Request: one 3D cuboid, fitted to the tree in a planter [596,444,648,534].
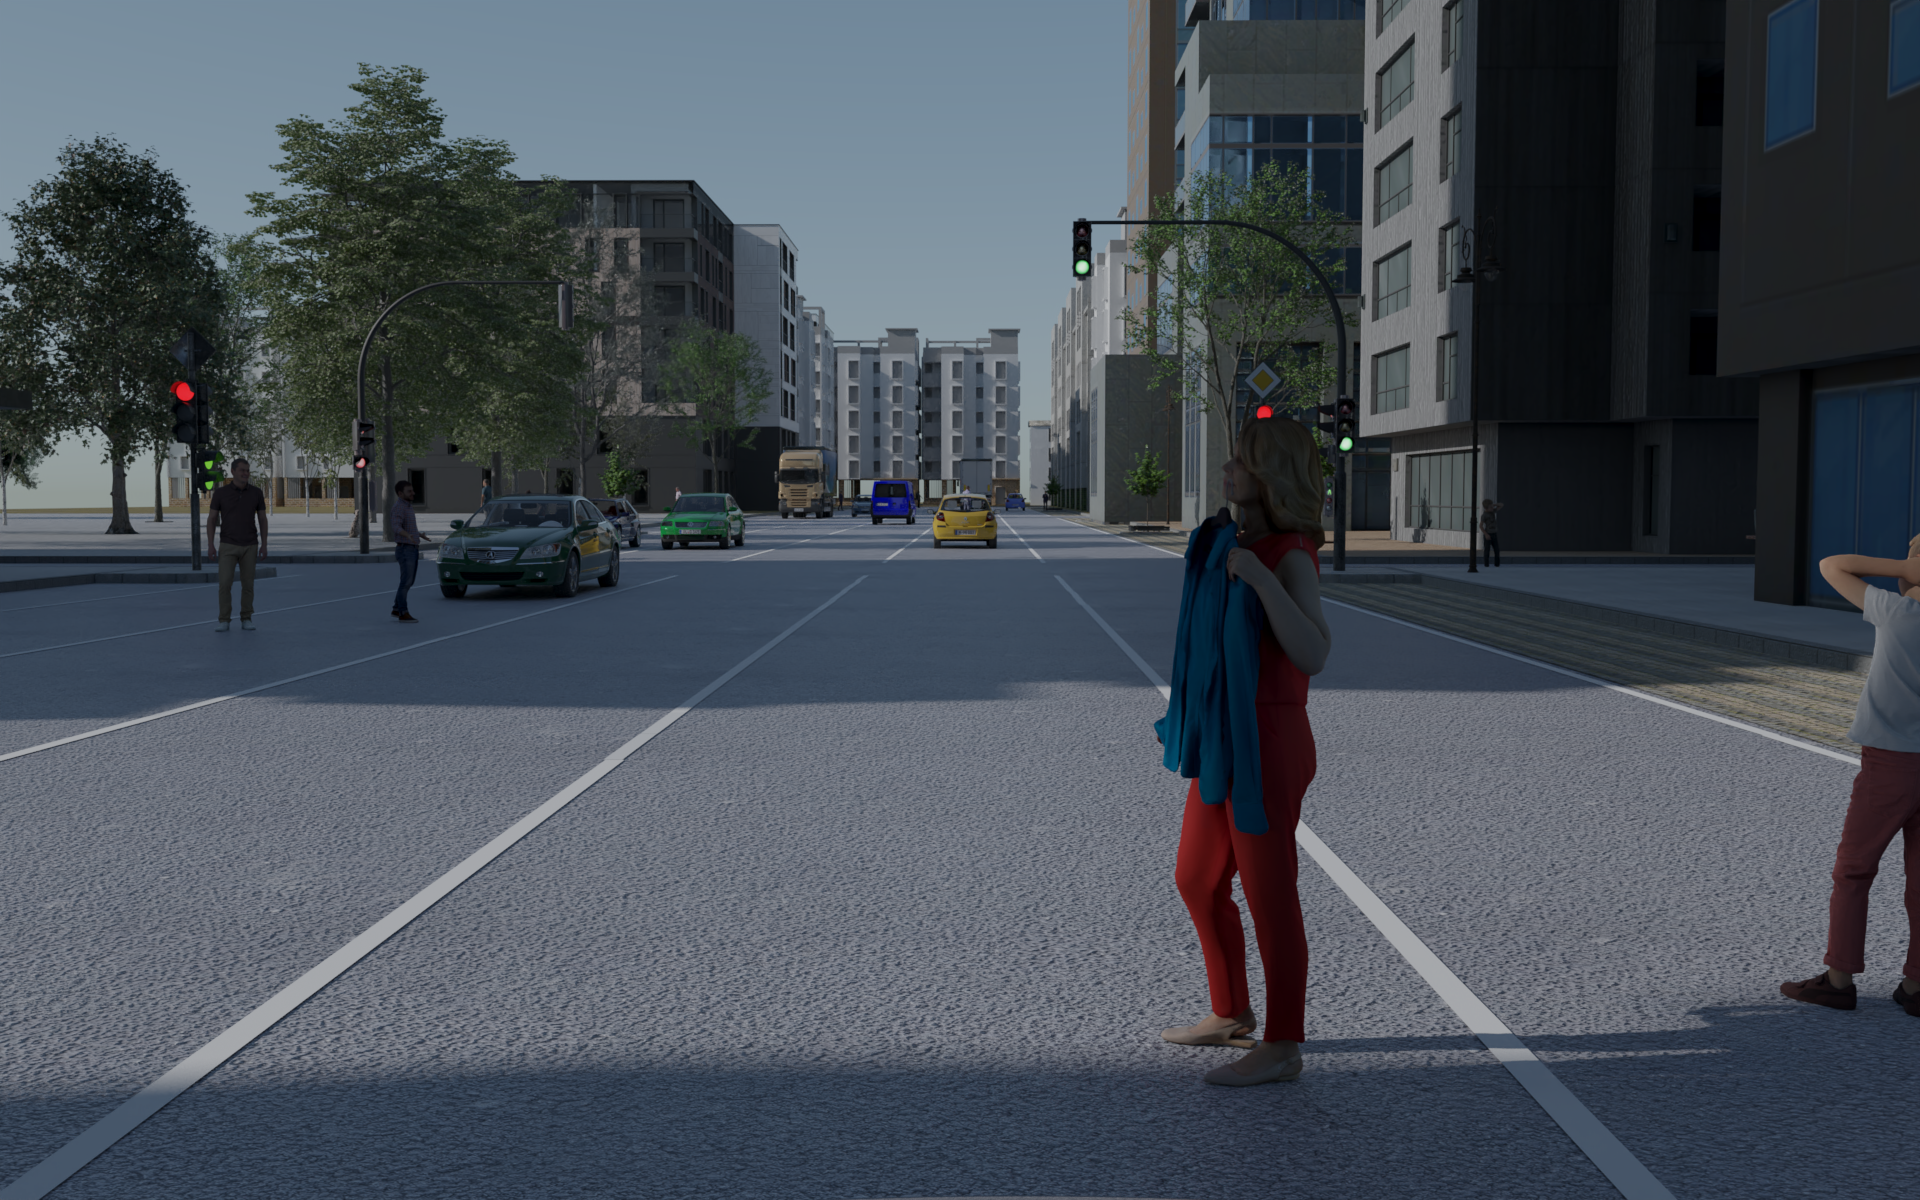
[{"bbox_3d":[-12.227,-3.946,61.735,1.991,3.239,1.994,0,4,1],"label":"tree in a planter"}]

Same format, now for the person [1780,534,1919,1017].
[{"bbox_3d":[2.587,0.464,4.821,0.435,1.345,0.340,-1,4,-11],"label":"person"}]

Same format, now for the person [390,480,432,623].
[{"bbox_3d":[-6.190,-0.548,19.415,0.435,1.587,0.963,-1,4,-11],"label":"person"}]

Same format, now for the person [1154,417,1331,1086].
[{"bbox_3d":[0.674,0.367,4.211,0.444,1.614,0.593,1,4,12],"label":"person"}]

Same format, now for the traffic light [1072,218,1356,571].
[{"bbox_3d":[4.225,-3.308,28.761,4.771,5.953,1.251,0,4,1],"label":"traffic light"}]

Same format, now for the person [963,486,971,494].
[{"bbox_3d":[0.445,-4.634,84.132,0.709,1.838,0.599,3,5,43],"label":"person"}]

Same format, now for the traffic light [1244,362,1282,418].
[{"bbox_3d":[6.401,-2.932,36.866,0.839,4.253,0.868,0,4,1],"label":"traffic light"}]

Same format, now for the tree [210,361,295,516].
[{"bbox_3d":[-37.763,-8.562,90.346,4.360,8.622,3.978,0,3,0],"label":"tree"}]

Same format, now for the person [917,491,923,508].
[{"bbox_3d":[-4.119,-10.251,176.816,0.721,1.735,1.217,-2,4,-29],"label":"person"}]

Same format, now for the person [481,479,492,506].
[{"bbox_3d":[-16.772,-3.385,61.518,0.598,1.807,0.434,-3,5,-44],"label":"person"}]

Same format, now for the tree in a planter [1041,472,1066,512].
[{"bbox_3d":[7.511,-8.689,139.287,1.991,3.239,1.994,0,4,1],"label":"tree in a planter"}]

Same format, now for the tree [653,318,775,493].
[{"bbox_3d":[-14.537,-10.809,102.486,9.928,11.665,9.643,0,3,0],"label":"tree"}]

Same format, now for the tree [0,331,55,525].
[{"bbox_3d":[-38.868,-7.361,70.723,4.360,8.622,3.978,0,3,0],"label":"tree"}]

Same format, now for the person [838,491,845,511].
[{"bbox_3d":[-10.215,-8.521,148.731,0.530,1.710,0.541,-1,4,-17],"label":"person"}]

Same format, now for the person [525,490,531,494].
[{"bbox_3d":[-15.260,-3.242,62.233,0.799,1.438,0.628,-3,5,-42],"label":"person"}]

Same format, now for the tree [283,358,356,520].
[{"bbox_3d":[-31.579,-8.339,86.712,4.737,8.622,4.395,0,3,0],"label":"tree"}]

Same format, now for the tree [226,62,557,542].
[{"bbox_3d":[-15.156,-7.809,45.798,7.486,12.596,7.792,0,3,0],"label":"tree"}]

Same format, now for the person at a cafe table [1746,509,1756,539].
[{"bbox_3d":[11.492,-0.771,23.474,1.698,1.238,1.726,-1,4,-11],"label":"person at a cafe table"}]

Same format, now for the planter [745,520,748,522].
[{"bbox_3d":[-11.928,-4.146,88.925,1.991,0.319,1.994,0,4,1],"label":"planter"}]

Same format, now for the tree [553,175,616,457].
[{"bbox_3d":[-15.056,-8.425,55.871,7.486,12.596,7.792,0,3,0],"label":"tree"}]

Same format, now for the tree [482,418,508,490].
[{"bbox_3d":[-27.909,-9.626,107.753,4.360,8.622,3.978,0,3,0],"label":"tree"}]

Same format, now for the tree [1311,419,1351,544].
[{"bbox_3d":[9.180,-3.099,45.274,1.663,3.219,1.824,0,3,0],"label":"tree"}]

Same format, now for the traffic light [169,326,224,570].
[{"bbox_3d":[-12.843,-2.455,29.064,0.839,4.253,0.868,0,4,1],"label":"traffic light"}]

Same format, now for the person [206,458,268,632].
[{"bbox_3d":[-7.603,-0.587,18.228,0.598,1.807,0.434,-1,4,-20],"label":"person"}]

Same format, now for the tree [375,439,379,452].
[{"bbox_3d":[-37.431,-9.621,107.668,4.360,8.622,3.978,0,3,0],"label":"tree"}]

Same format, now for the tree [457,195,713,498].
[{"bbox_3d":[-15.307,-9.797,70.554,12.009,13.543,11.850,0,3,0],"label":"tree"}]

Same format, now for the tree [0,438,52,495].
[{"bbox_3d":[-57.859,-7.858,91.386,20.602,7.101,11.467,-1,4,-9],"label":"tree"}]

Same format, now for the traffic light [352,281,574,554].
[{"bbox_3d":[-10.667,-3.816,37.062,4.771,5.953,1.251,0,4,1],"label":"traffic light"}]

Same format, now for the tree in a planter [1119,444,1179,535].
[{"bbox_3d":[6.680,-3.934,61.547,1.991,3.239,1.994,0,4,1],"label":"tree in a planter"}]

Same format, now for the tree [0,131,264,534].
[{"bbox_3d":[-26.967,-8.445,55.085,9.611,12.733,9.660,0,3,0],"label":"tree"}]

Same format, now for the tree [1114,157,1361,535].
[{"bbox_3d":[8.729,-7.889,54.743,9.928,11.665,9.643,0,3,0],"label":"tree"}]

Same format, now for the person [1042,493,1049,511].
[{"bbox_3d":[7.206,-8.364,146.164,0.541,1.710,0.530,0,4,-3],"label":"person"}]

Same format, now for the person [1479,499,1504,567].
[{"bbox_3d":[9.820,-1.192,31.899,0.435,1.345,0.340,-2,4,-35],"label":"person"}]

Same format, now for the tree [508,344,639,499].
[{"bbox_3d":[-18.029,-7.987,80.951,4.360,8.622,3.978,0,3,0],"label":"tree"}]

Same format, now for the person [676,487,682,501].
[{"bbox_3d":[-17.143,-6.007,105.187,0.436,1.711,0.756,-2,4,-25],"label":"person"}]

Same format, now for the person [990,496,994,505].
[{"bbox_3d":[3.018,-10.013,172.943,0.721,1.736,1.217,-2,4,-32],"label":"person"}]

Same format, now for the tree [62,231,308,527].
[{"bbox_3d":[-29.184,-8.693,67.885,9.928,11.665,9.643,0,3,0],"label":"tree"}]

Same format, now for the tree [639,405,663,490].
[{"bbox_3d":[-21.186,-9.754,109.842,4.360,8.622,3.978,0,3,0],"label":"tree"}]
